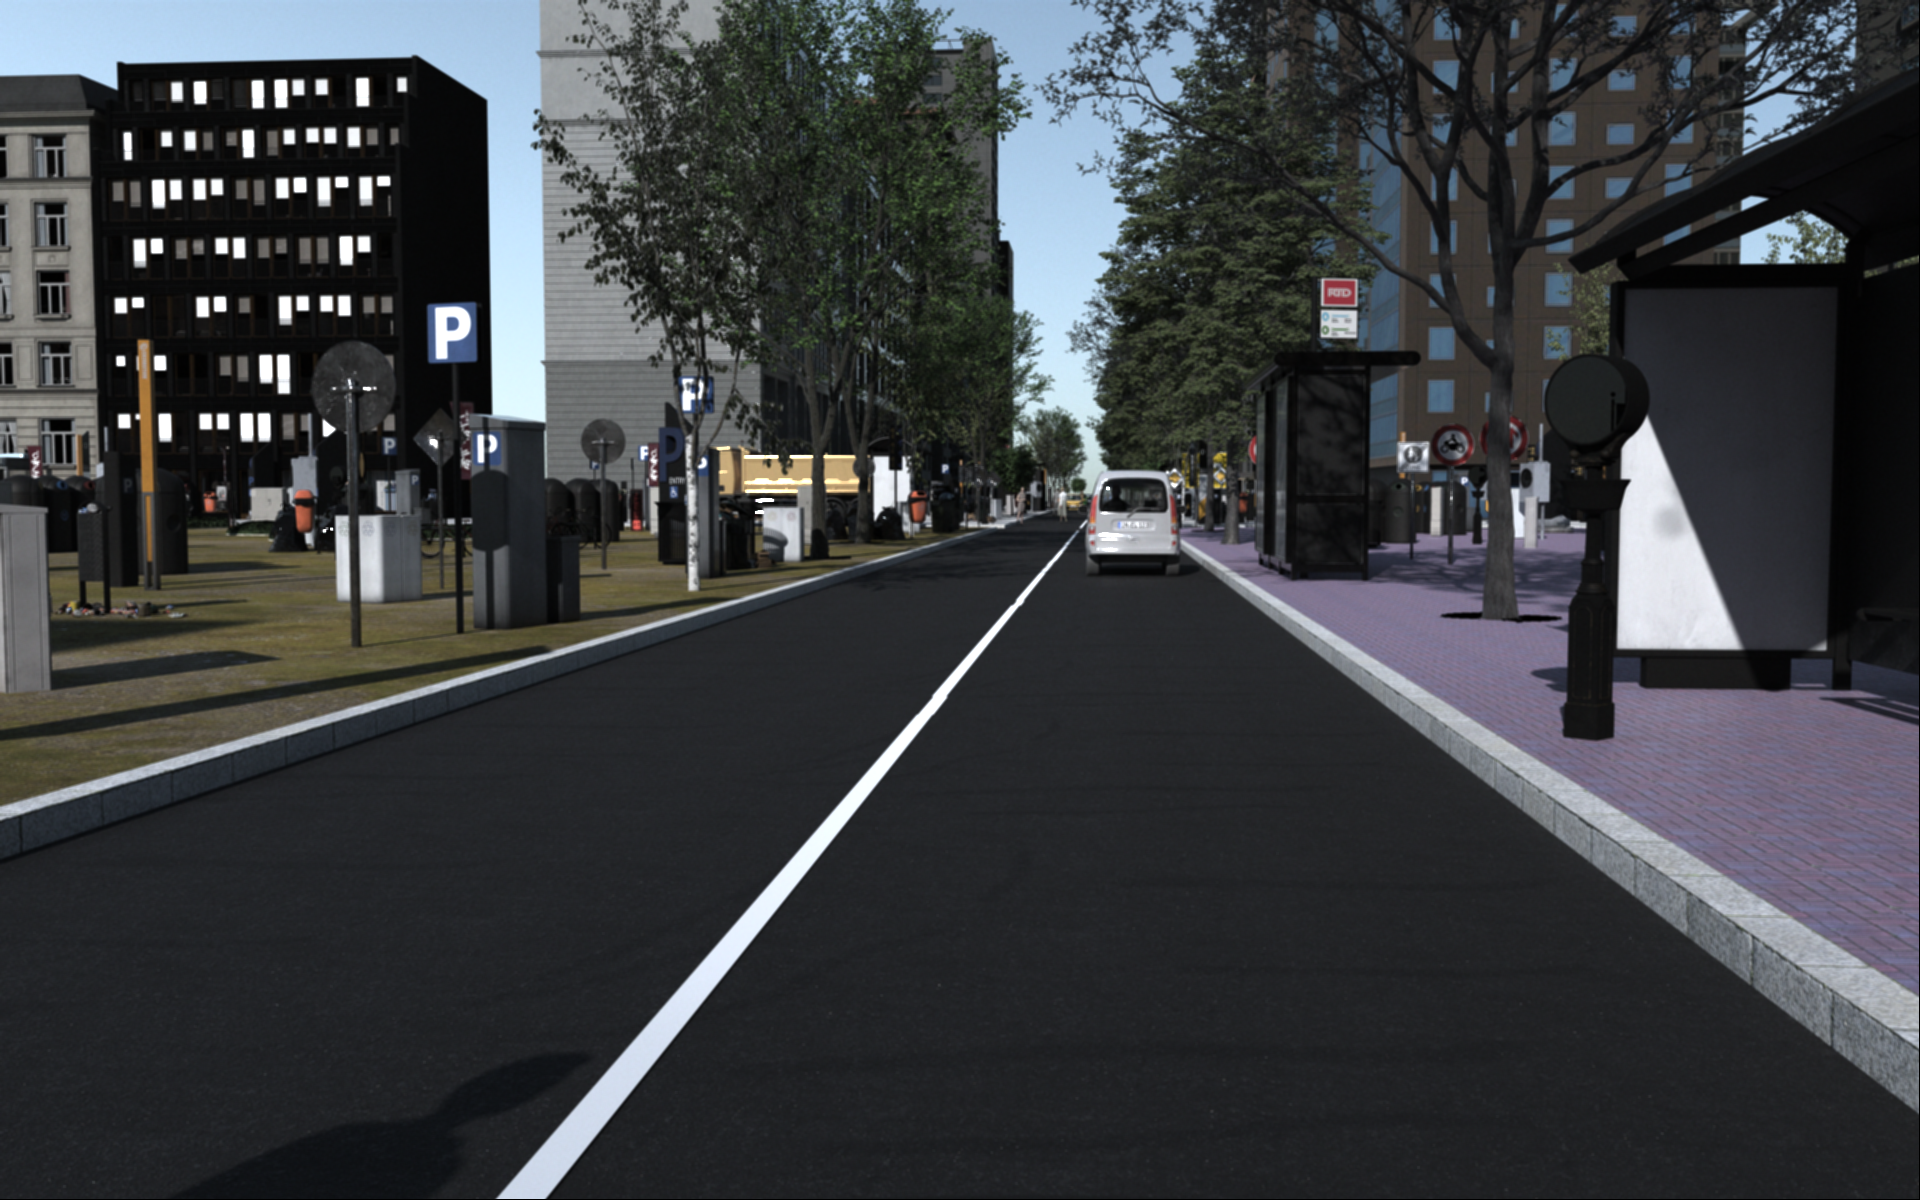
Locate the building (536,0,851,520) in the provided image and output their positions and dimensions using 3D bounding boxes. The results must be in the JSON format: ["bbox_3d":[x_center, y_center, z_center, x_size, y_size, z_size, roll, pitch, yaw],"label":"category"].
[{"bbox_3d":[-13.989,-19.749,100.383,11.434,29.767,29.804,0,4,5],"label":"building"}]

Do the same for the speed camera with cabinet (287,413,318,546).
[{"bbox_3d":[-16.374,-2.980,43.066,0.660,3.252,2.038,-2,4,-25],"label":"speed camera with cabinet"}]

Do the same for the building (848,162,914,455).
[{"bbox_3d":[-14.959,-20.066,132.601,19.350,26.468,34.151,0,4,5],"label":"building"}]

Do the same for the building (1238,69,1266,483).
[{"bbox_3d":[40.022,-31.828,175.016,22.147,44.769,28.867,0,4,5],"label":"building"}]

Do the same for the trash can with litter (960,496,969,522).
[{"bbox_3d":[-0.081,-4.178,79.698,0.624,1.170,1.055,1,4,20],"label":"trash can with litter"}]

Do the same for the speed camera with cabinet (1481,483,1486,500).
[{"bbox_3d":[19.650,-4.144,62.086,2.038,3.252,0.660,-2,4,-25],"label":"speed camera with cabinet"}]

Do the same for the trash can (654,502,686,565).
[{"bbox_3d":[-5.173,-1.210,31.436,0.748,1.137,0.748,0,3,0],"label":"trash can"}]

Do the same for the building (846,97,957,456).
[{"bbox_3d":[-12.001,-32.975,193.771,22.147,44.769,28.867,0,4,5],"label":"building"}]

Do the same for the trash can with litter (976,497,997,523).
[{"bbox_3d":[1.215,-4.101,78.434,1.055,1.170,0.624,3,5,42],"label":"trash can with litter"}]

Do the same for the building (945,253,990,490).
[{"bbox_3d":[-11.215,-34.562,256.970,32.217,40.220,23.993,0,4,5],"label":"building"}]

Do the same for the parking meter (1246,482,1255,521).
[{"bbox_3d":[13.855,-4.706,82.653,0.399,1.863,0.255,-3,4,-36],"label":"parking meter"}]

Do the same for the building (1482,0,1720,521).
[{"bbox_3d":[28.937,-26.795,88.211,14.200,45.320,14.600,0,4,5],"label":"building"}]

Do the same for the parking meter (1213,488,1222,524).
[{"bbox_3d":[10.878,-3.960,73.164,0.372,1.533,0.369,0,3,0],"label":"parking meter"}]

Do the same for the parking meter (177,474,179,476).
[{"bbox_3d":[-23.347,-2.789,51.316,0.399,1.863,0.255,-1,4,-16],"label":"parking meter"}]

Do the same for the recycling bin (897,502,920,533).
[{"bbox_3d":[-1.727,-2.763,57.732,0.722,1.027,0.722,-1,4,-9],"label":"recycling bin"}]

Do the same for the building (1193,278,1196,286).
[{"bbox_3d":[46.939,-37.594,298.262,14.154,41.232,14.086,0,4,5],"label":"building"}]

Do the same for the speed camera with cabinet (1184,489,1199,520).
[{"bbox_3d":[11.624,-5.706,87.637,0.660,3.252,2.038,3,5,40],"label":"speed camera with cabinet"}]

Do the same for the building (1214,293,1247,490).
[{"bbox_3d":[43.365,-29.137,248.093,14.160,30.474,14.107,0,4,5],"label":"building"}]

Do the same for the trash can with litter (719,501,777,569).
[{"bbox_3d":[-3.721,-1.127,29.806,1.055,1.170,0.624,-3,5,-44],"label":"trash can with litter"}]

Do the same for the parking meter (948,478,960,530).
[{"bbox_3d":[-0.209,-3.423,61.670,0.255,1.863,0.399,3,5,42],"label":"parking meter"}]

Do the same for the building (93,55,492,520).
[{"bbox_3d":[-34.960,-16.077,92.540,15.834,23.373,12.332,0,4,5],"label":"building"}]

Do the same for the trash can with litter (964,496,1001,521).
[{"bbox_3d":[0.822,-4.375,82.581,2.233,1.210,1.678,0,4,5],"label":"trash can with litter"}]

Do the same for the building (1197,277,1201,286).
[{"bbox_3d":[45.913,-38.768,283.967,14.600,45.320,14.200,0,4,5],"label":"building"}]

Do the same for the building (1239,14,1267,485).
[{"bbox_3d":[42.036,-46.518,198.821,20.563,71.187,20.611,0,4,5],"label":"building"}]

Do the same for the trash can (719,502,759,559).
[{"bbox_3d":[-4.017,-1.205,31.356,0.748,1.137,0.748,0,3,0],"label":"trash can"}]

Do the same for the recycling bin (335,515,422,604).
[{"bbox_3d":[-6.929,-0.496,20.661,0.722,1.027,0.722,2,4,25],"label":"recycling bin"}]

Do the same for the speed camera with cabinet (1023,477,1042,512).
[{"bbox_3d":[4.971,-7.852,122.721,0.660,3.252,2.038,3,5,40],"label":"speed camera with cabinet"}]

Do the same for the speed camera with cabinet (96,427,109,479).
[{"bbox_3d":[-25.187,-3.425,50.340,0.660,3.252,2.038,1,4,21],"label":"speed camera with cabinet"}]

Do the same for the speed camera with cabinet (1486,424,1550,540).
[{"bbox_3d":[15.953,-3.365,49.355,0.660,3.252,2.038,-1,4,-17],"label":"speed camera with cabinet"}]

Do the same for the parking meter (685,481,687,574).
[{"bbox_3d":[-4.250,-1.196,27.967,0.372,1.533,0.369,0,3,0],"label":"parking meter"}]

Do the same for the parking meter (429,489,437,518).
[{"bbox_3d":[-25.726,-4.656,84.543,0.372,1.533,0.369,0,3,0],"label":"parking meter"}]

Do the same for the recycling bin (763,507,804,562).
[{"bbox_3d":[-3.353,-1.247,32.942,0.722,1.027,0.722,0,4,0],"label":"recycling bin"}]

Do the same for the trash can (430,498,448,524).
[{"bbox_3d":[-20.025,-3.357,66.544,0.748,1.137,0.748,0,3,0],"label":"trash can"}]

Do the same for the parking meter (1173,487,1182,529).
[{"bbox_3d":[8.049,-3.419,64.314,0.372,1.533,0.369,0,3,0],"label":"parking meter"}]

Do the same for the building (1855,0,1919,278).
[{"bbox_3d":[58.781,-28.460,89.015,21.600,48.544,21.300,0,4,5],"label":"building"}]

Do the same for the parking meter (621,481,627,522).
[{"bbox_3d":[-15.396,-4.507,79.392,0.255,1.863,0.399,-1,4,-12],"label":"parking meter"}]

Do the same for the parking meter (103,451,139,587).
[{"bbox_3d":[-11.601,-1.116,23.963,0.255,1.863,0.399,1,4,12],"label":"parking meter"}]

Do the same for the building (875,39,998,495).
[{"bbox_3d":[-2.237,-51.358,277.954,20.563,71.187,20.611,0,4,5],"label":"building"}]

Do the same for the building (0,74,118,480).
[{"bbox_3d":[-58.024,-16.154,97.397,30.059,22.955,16.112,0,4,5],"label":"building"}]

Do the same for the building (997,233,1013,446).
[{"bbox_3d":[1.816,-39.551,296.761,14.600,45.320,14.200,0,4,5],"label":"building"}]

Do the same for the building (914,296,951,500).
[{"bbox_3d":[-15.907,-19.623,165.880,27.650,21.520,28.899,0,4,5],"label":"building"}]

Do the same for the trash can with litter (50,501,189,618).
[{"bbox_3d":[-9.110,-0.450,18.414,2.233,1.210,1.678,2,4,35],"label":"trash can with litter"}]

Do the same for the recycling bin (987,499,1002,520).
[{"bbox_3d":[1.628,-4.542,86.813,0.722,1.027,0.722,2,4,30],"label":"recycling bin"}]

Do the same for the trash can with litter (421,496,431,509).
[{"bbox_3d":[-16.825,-2.702,55.241,1.678,1.210,2.233,0,4,-2],"label":"trash can with litter"}]

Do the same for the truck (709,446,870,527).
[{"bbox_3d":[-7.381,-4.564,70.543,9.791,3.379,3.469,0,4,5],"label":"truck"}]

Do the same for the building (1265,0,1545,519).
[{"bbox_3d":[26.387,-27.910,106.446,14.600,45.320,14.200,0,4,5],"label":"building"}]

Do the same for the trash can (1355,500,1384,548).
[{"bbox_3d":[9.725,-1.813,41.298,0.748,1.137,0.748,0,3,0],"label":"trash can"}]

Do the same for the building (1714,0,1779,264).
[{"bbox_3d":[41.731,-27.010,133.489,32.217,40.220,23.993,0,4,5],"label":"building"}]

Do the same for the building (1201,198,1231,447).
[{"bbox_3d":[48.141,-39.269,265.746,21.300,48.544,21.600,0,4,5],"label":"building"}]

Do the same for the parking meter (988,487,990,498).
[{"bbox_3d":[2.233,-7.412,126.893,0.255,1.863,0.399,3,5,40],"label":"parking meter"}]
